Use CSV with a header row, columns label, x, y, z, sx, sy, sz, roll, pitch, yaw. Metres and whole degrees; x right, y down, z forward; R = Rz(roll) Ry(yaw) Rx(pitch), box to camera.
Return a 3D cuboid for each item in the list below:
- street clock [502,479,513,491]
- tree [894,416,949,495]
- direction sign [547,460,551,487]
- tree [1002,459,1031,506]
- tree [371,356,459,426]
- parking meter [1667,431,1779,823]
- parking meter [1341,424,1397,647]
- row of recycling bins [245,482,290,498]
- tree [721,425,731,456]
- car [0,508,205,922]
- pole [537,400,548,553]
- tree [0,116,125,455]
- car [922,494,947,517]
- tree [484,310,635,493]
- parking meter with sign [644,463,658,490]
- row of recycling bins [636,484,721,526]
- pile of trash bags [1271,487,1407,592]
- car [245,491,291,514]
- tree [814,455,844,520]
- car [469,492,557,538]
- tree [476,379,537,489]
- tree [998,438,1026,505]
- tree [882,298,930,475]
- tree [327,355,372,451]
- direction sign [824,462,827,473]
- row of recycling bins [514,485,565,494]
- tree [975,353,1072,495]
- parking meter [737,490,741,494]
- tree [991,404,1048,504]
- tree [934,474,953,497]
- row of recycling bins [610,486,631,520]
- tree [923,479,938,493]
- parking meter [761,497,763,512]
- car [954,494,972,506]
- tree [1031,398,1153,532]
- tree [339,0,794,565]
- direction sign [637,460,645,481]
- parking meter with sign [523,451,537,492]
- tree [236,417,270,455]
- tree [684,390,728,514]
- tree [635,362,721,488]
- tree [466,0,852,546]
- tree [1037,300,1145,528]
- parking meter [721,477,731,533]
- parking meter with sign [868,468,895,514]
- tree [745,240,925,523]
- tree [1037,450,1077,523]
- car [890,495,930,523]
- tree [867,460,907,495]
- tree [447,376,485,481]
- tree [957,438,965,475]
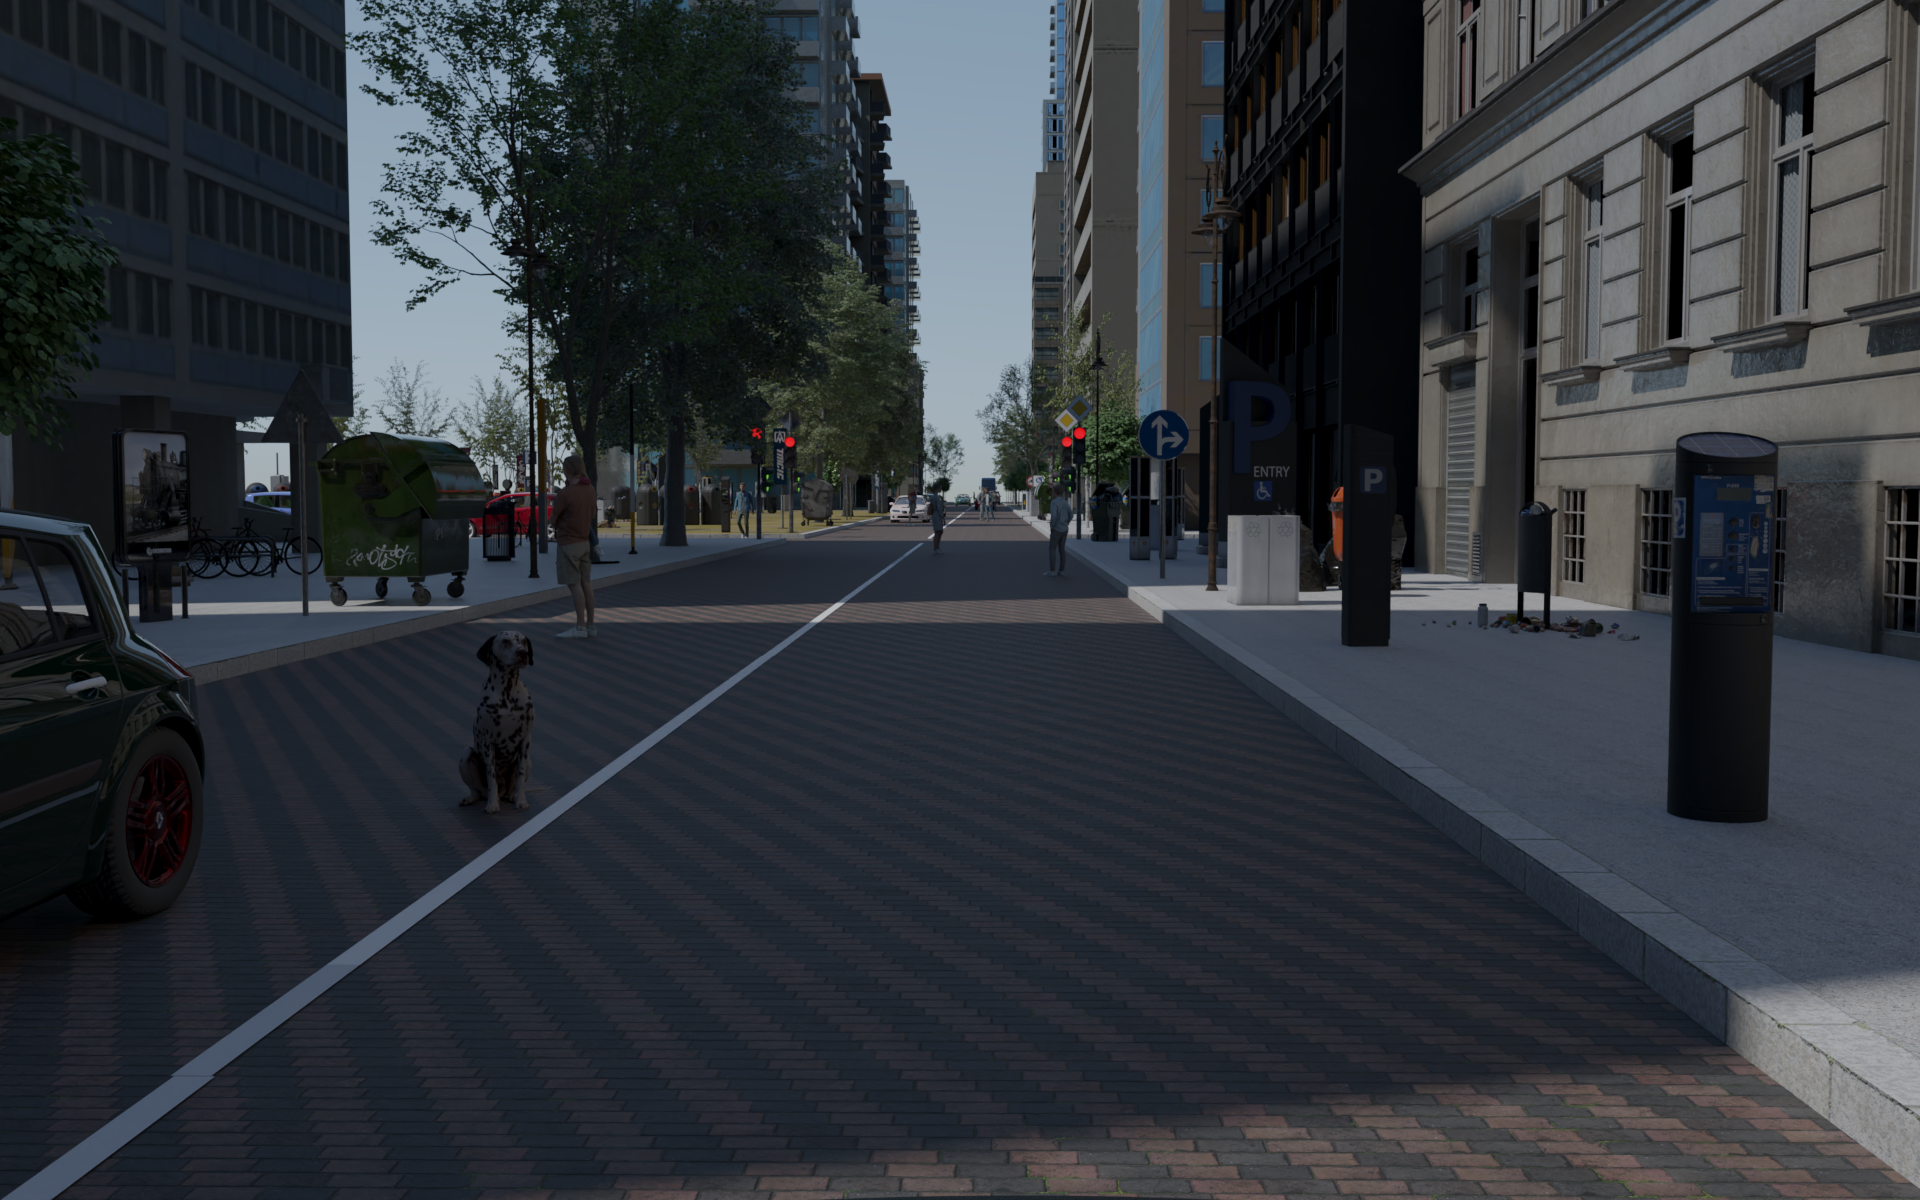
label,x,y,z,sx,sy,sz,roll,pitch,yaw
street clock,-22.102,-4.896,84.619,0.471,2.002,0.358,2,4,25
tree,-4.703,-16.160,198.631,7.601,10.594,8.767,0,4,5
direction sign,-27.239,-7.496,114.550,0.379,3.537,0.876,-2,4,-32
tree,5.846,-9.725,142.711,4.285,4.588,4.351,0,3,0
tree,-29.470,-8.746,93.357,4.360,8.622,3.978,0,3,0
parking meter,3.029,0.093,6.883,0.372,1.533,0.369,0,3,0
parking meter,3.452,-0.545,14.628,0.399,1.863,0.255,0,4,-6
row of recycling bins,-24.333,-3.302,61.097,3.534,1.692,1.069,-2,4,-25
tree,-18.139,-10.408,120.525,4.737,8.622,4.395,0,3,0
car,-3.616,0.320,4.555,2.009,1.686,4.222,0,4,2
pole,-9.033,-2.668,37.457,0.158,3.312,0.155,0,3,0
tree,-7.921,-1.784,12.882,4.285,4.588,4.351,0,3,0
car,-1.802,-6.035,108.456,2.009,1.686,4.222,0,4,3
tree,-14.068,-6.743,60.610,4.737,8.622,4.395,0,3,0
parking meter with sign,-16.933,-6.193,97.523,1.738,3.016,0.543,2,4,28
row of recycling bins,-11.569,-3.926,71.310,3.534,1.692,1.069,-2,4,-25
pile of trash bags,4.960,-0.809,22.975,1.912,1.369,3.447,0,4,4
car,-20.713,-2.725,54.146,3.694,1.707,1.945,0,4,1
tree,-6.489,-5.628,86.620,1.663,3.219,1.824,0,3,0
car,-13.519,-2.669,52.684,4.494,1.783,2.155,0,4,2
tree,-28.951,-9.828,111.046,4.360,8.622,3.978,0,3,0
tree,6.472,-15.540,204.447,4.360,8.622,3.978,0,3,0
tree,-6.443,-11.729,98.420,9.857,13.997,8.962,0,3,0
tree,-31.195,-8.319,86.382,4.737,8.622,4.395,0,3,0
direction sign,-9.946,-8.471,130.489,0.876,3.537,0.379,0,4,-3
row of recycling bins,-19.905,-4.653,83.186,3.534,1.692,1.069,2,4,24
tree,4.990,-10.991,114.114,8.767,10.594,7.601,0,4,8
parking meter,-14.329,-6.396,112.986,0.372,1.533,0.369,0,3,0
tree,7.366,-18.270,216.842,7.486,12.596,7.792,0,3,0
tree,-2.687,-18.020,278.335,4.285,4.588,4.351,0,3,0
row of recycling bins,-17.232,-4.948,88.018,1.069,1.692,3.534,0,4,-5
tree,-3.970,-14.209,226.913,1.663,3.219,1.824,0,3,0
parking meter,-14.537,-7.346,125.820,0.255,1.863,0.399,2,4,30
car,0.373,-11.899,206.339,2.131,1.459,4.920,0,4,1
tree,5.251,-4.632,59.441,4.285,4.588,4.351,0,3,0
tree,-6.882,-6.461,31.386,9.928,11.665,9.643,0,3,0
direction sign,-21.261,-7.556,115.536,0.876,3.537,0.379,3,5,41
parking meter with sign,-17.217,-4.465,69.262,0.543,3.016,1.738,-1,4,-12
tree,-29.228,-7.191,67.929,4.360,8.622,3.978,0,3,0
tree,-16.993,-9.959,113.194,4.360,8.622,3.978,0,3,0
tree,-16.174,-8.699,92.593,4.737,8.622,4.395,0,3,0
tree,-7.100,-8.316,42.614,9.857,13.997,8.962,0,3,0
tree,4.865,-7.036,65.393,4.737,8.622,4.395,0,3,0
parking meter,-7.790,-3.173,57.596,0.255,1.863,0.399,0,4,3
parking meter with sign,-5.191,-7.225,114.390,1.738,3.016,0.543,-1,4,-20
tree,-5.892,-9.747,77.486,7.486,12.596,7.792,0,3,0
tree,4.484,-5.018,76.645,1.663,3.219,1.824,0,3,0
car,-2.495,-4.615,87.813,2.083,1.381,4.827,0,4,2
tree,-5.901,-9.481,138.731,4.285,4.588,4.351,0,3,0
tree,-28.347,-9.400,104.056,4.737,8.622,4.395,0,3,0
tree,-2.643,-22.120,287.422,9.928,11.665,9.643,0,3,0
